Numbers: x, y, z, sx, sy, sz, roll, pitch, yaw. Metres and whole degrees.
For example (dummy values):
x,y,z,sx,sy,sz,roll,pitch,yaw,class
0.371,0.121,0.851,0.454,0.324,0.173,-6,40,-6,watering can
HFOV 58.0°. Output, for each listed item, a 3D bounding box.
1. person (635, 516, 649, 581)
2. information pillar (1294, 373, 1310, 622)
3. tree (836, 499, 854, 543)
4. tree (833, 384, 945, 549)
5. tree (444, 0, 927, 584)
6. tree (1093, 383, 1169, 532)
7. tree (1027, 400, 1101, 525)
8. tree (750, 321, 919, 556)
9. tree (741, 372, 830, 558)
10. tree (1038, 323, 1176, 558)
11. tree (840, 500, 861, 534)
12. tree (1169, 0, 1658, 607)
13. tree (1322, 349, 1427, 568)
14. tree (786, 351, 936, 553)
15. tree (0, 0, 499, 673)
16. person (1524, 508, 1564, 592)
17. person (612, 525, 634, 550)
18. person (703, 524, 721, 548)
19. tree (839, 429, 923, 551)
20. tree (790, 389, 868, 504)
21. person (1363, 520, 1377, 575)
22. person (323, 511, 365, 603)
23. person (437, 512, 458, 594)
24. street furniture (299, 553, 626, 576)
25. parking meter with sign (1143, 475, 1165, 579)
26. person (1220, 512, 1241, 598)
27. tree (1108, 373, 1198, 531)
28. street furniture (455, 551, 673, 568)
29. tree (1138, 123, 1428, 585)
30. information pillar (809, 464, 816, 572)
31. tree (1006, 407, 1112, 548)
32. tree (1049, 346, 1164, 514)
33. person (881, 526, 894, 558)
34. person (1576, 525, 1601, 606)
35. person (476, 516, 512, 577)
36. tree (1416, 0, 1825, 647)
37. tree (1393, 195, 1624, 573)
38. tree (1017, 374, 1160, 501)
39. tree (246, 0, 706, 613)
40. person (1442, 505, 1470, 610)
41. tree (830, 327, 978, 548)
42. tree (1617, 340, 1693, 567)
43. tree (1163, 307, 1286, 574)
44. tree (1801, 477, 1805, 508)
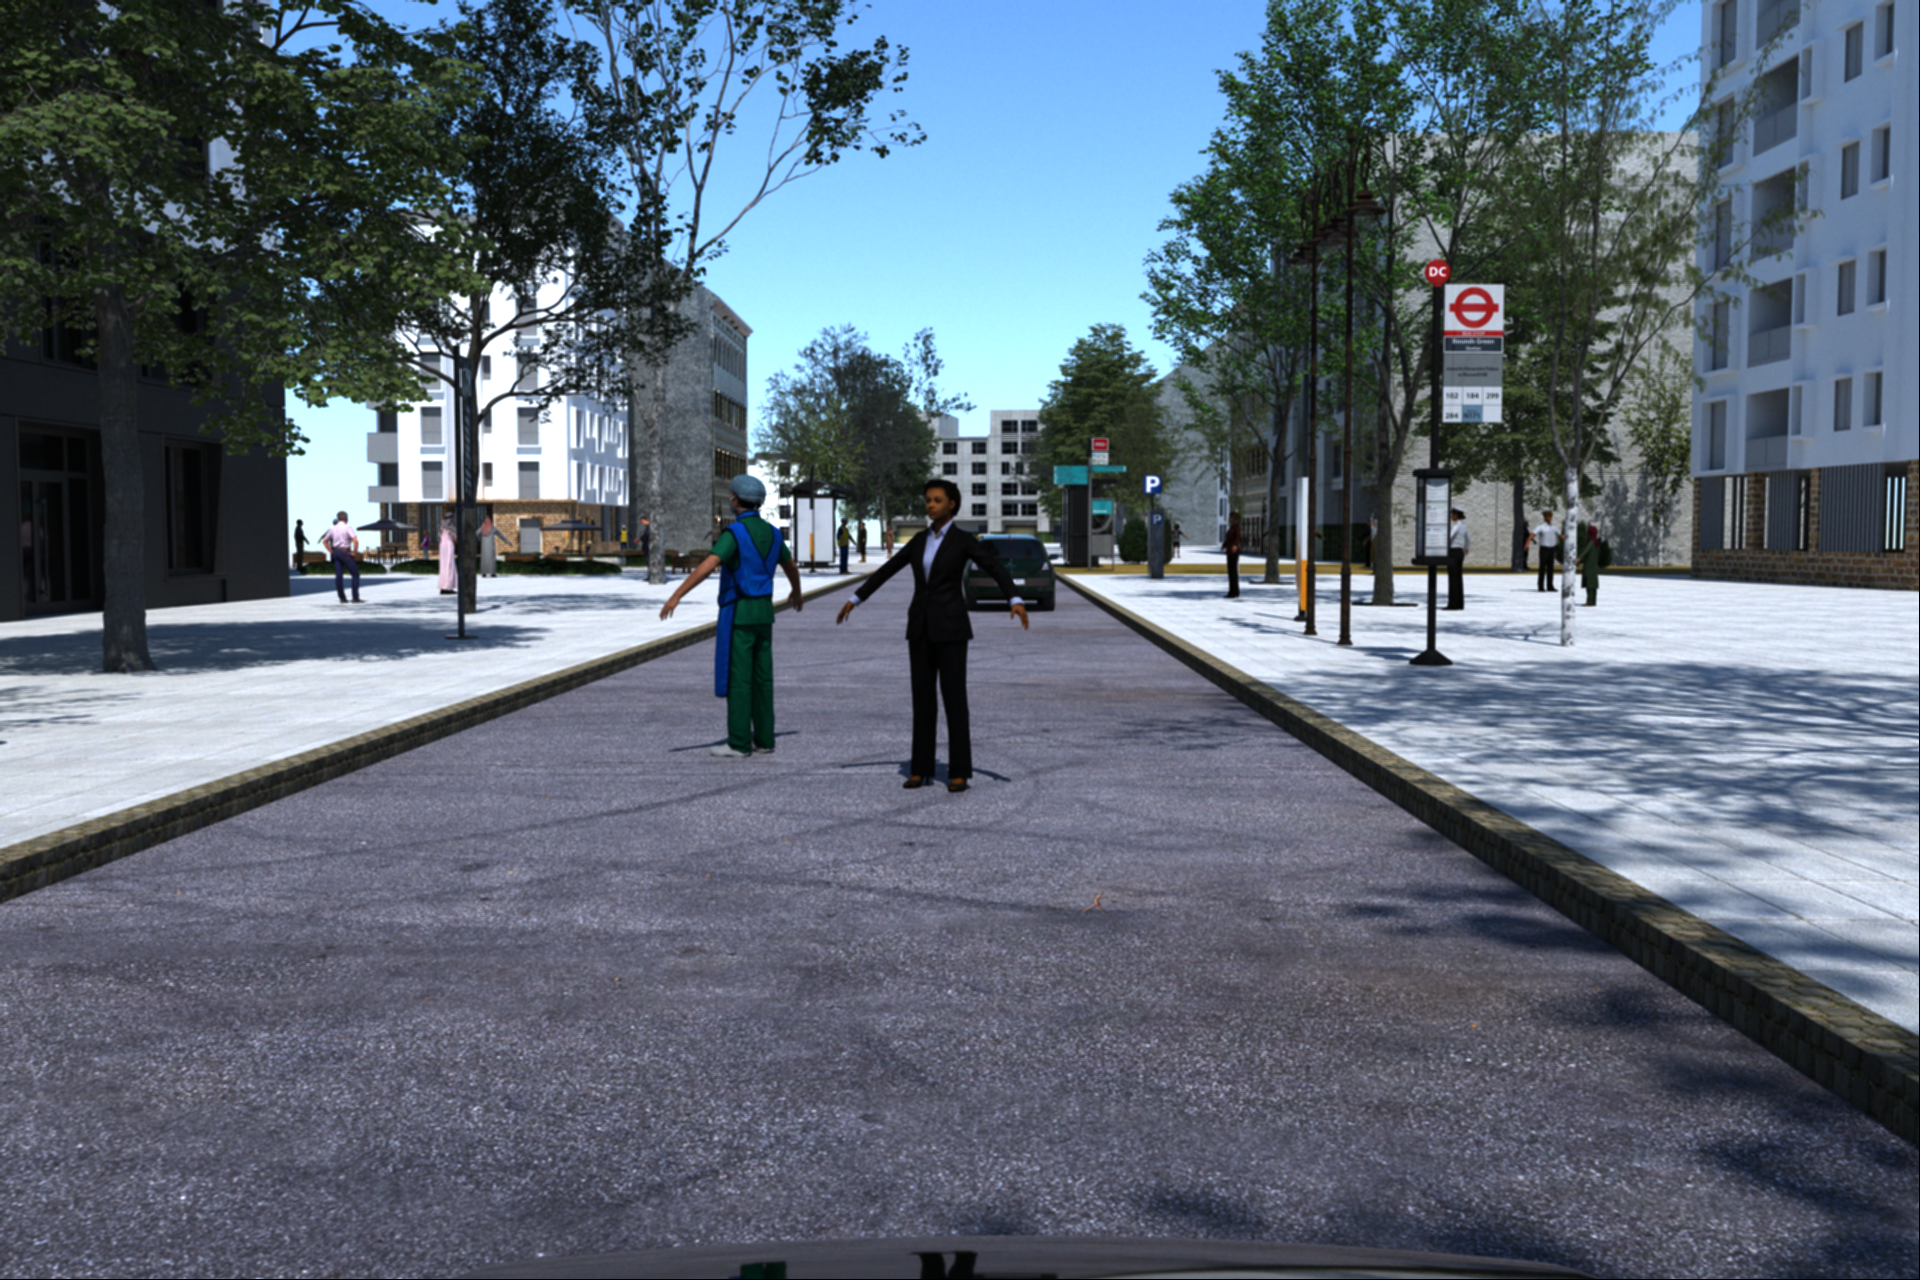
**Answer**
x,y,z,sx,sy,sz,roll,pitch,yaw,class
-8.562,-2.479,47.028,0.568,1.767,0.683,-2,4,-31,person
5.039,-2.087,25.484,0.183,3.616,0.504,0,4,1,information pillar
-16.101,-18.475,252.424,4.737,8.622,4.395,0,3,0,tree
-6.073,-14.630,145.855,9.857,13.997,8.962,0,3,0,tree
-7.261,-11.571,45.078,12.611,20.169,13.585,0,3,0,tree
7.943,-8.233,84.969,4.360,8.622,3.978,0,3,0,tree
9.183,-13.754,143.000,7.486,12.596,7.792,0,3,0,tree
-7.272,-11.602,100.057,12.009,13.543,11.850,0,3,0,tree
-7.611,-7.821,78.234,4.360,8.622,3.978,0,3,0,tree
7.663,-10.743,93.775,7.486,12.596,7.792,0,3,0,tree
-14.315,-18.111,246.475,4.360,8.622,3.978,0,3,0,tree
7.749,-6.417,30.673,9.928,11.665,9.643,0,3,0,tree
15.915,-7.100,66.450,4.360,8.622,3.978,0,3,0,tree
-6.575,-12.501,114.766,12.009,13.543,11.850,0,3,0,tree
-8.226,-5.971,15.751,7.486,12.596,7.792,0,3,0,tree
13.069,-2.001,38.509,1.343,1.855,0.704,-1,4,-19,person
-18.445,-5.409,94.897,1.216,1.772,0.721,-2,4,-28,person
-12.623,-5.099,89.498,1.348,1.813,0.705,0,4,5,person
-6.315,-12.244,134.606,7.601,10.594,8.767,0,4,1,tree
-6.897,-8.486,89.113,4.737,8.622,4.395,0,3,0,tree
12.907,-2.885,53.938,0.721,1.736,1.217,-1,4,-17,person
-11.472,-1.550,32.318,0.756,1.711,0.436,2,4,26,person
-10.868,-1.843,36.850,0.551,1.740,0.621,3,4,36,person
-15.661,-2.463,55.894,10.072,0.657,5.734,0,4,5,street furniture
5.681,-3.313,50.430,0.543,3.016,1.738,0,4,0,parking meter with sign
5.394,-1.704,34.669,0.721,1.729,1.215,0,4,-3,person
8.487,-7.861,78.890,4.360,8.622,3.978,0,3,0,tree
-14.786,-3.150,67.127,10.072,0.657,5.734,-3,5,-40,street furniture
8.136,-7.230,43.973,9.928,11.665,9.643,0,3,0,tree
-4.955,-4.080,58.068,0.183,3.616,0.504,0,4,3,information pillar
9.380,-15.180,158.566,12.009,13.543,11.850,0,3,0,tree
8.912,-11.392,104.383,7.486,12.596,7.792,0,3,0,tree
-3.803,-5.188,91.620,0.721,1.733,1.217,-2,4,-33,person
11.188,-1.325,30.874,0.599,1.438,0.989,3,5,39,person
-13.988,-2.767,51.382,1.347,1.811,0.704,0,4,-3,person
6.716,-4.232,19.551,4.360,8.622,3.978,0,3,0,tree
18.095,-8.500,57.095,7.486,12.596,7.792,0,3,0,tree
9.059,-12.884,121.028,12.009,13.543,11.850,0,3,0,tree
-7.633,-5.709,27.749,7.601,10.594,8.767,-2,4,-24,tree
8.313,-1.395,29.277,0.721,1.778,1.216,3,5,41,person
-5.266,-18.503,158.411,12.611,20.169,13.585,0,3,0,tree
27.309,-7.120,66.767,4.737,8.622,4.395,0,3,0,tree
9.155,-6.438,55.620,4.360,8.622,3.978,0,3,0,tree
28.041,-6.623,58.647,4.360,8.622,3.978,0,3,0,tree
